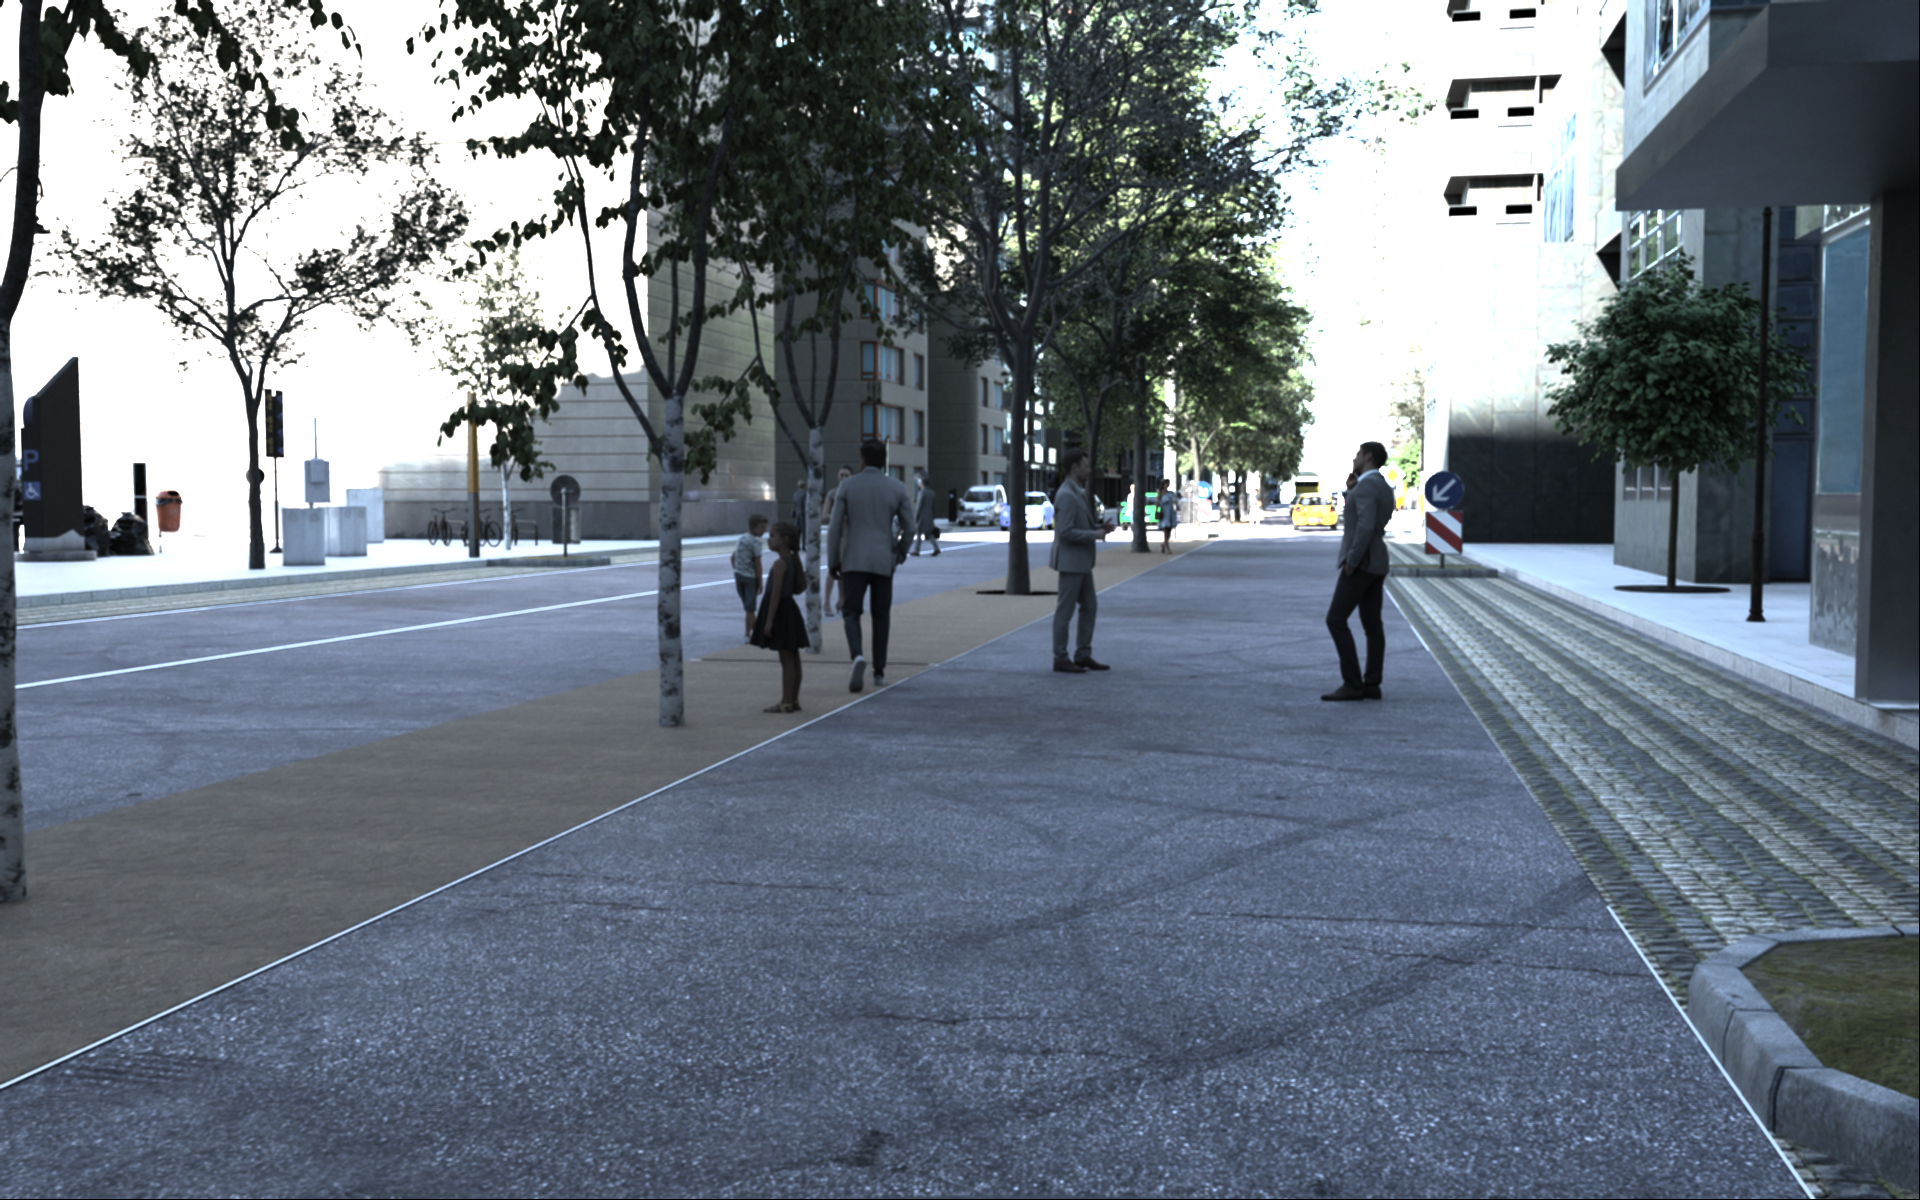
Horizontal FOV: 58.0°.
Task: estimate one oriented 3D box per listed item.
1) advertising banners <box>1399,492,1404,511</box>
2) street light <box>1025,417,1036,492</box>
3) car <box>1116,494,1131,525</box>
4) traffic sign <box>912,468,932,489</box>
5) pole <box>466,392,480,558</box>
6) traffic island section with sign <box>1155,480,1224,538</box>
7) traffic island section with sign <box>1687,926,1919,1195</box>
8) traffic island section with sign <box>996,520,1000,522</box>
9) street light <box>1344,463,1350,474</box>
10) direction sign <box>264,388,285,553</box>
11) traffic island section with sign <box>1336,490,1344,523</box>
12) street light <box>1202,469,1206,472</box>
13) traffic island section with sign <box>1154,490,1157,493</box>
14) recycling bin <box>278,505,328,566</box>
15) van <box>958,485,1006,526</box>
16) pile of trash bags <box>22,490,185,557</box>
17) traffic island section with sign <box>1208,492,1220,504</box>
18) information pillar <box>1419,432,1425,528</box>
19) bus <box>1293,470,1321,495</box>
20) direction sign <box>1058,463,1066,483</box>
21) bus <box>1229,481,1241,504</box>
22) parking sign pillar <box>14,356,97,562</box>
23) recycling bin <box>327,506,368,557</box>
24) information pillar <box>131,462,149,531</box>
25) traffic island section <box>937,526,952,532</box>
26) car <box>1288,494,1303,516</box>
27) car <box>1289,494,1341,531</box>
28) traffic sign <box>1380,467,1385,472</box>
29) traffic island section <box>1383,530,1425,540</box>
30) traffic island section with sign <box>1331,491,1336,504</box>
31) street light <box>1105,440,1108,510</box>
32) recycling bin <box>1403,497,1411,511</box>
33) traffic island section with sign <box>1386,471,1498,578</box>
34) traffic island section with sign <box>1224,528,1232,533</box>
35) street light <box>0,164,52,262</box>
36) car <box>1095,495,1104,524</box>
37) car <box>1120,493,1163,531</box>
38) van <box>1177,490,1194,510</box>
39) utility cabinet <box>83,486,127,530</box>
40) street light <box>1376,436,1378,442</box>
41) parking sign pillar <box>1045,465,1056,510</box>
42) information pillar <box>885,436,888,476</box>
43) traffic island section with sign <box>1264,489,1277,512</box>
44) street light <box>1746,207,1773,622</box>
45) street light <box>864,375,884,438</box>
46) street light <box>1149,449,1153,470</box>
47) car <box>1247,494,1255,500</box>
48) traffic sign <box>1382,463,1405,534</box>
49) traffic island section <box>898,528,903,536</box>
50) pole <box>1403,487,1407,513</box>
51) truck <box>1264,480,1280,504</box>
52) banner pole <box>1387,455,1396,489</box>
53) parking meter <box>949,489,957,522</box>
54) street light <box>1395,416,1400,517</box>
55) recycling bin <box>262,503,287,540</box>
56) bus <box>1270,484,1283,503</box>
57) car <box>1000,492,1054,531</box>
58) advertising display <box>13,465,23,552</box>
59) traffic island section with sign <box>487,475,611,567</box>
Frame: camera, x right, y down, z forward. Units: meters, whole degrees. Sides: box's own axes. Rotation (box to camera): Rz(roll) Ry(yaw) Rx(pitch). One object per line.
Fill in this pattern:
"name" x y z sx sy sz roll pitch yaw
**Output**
"advertising banners" 33.768 -8.364 132.935 0.090 3.025 2.074 0 4 -2
"street light" 4.221 -8.030 104.072 0.468 5.910 1.993 1 4 12
"car" 8.381 -4.195 80.385 2.131 1.459 4.920 1 4 11
"traffic sign" -1.459 -3.856 66.695 0.795 2.450 0.064 1 4 12
"pole" -9.808 -2.510 34.880 0.158 3.312 0.155 0 3 0
"traffic island section with sign" 7.516 -2.988 56.992 2.006 1.907 1.989 1 4 12
"traffic island section with sign" 2.871 0.280 4.053 1.989 1.847 2.006 1 4 12
"traffic island section with sign" 2.906 -4.855 88.000 1.989 1.847 2.006 1 4 12
"street light" 57.064 -17.224 254.400 0.468 5.910 1.993 1 4 12
"direction sign" -14.822 -2.783 37.507 0.379 3.537 0.876 0 4 3
"traffic island section with sign" 19.646 -4.678 85.111 1.989 1.847 2.006 1 4 12
"street light" 36.824 -17.655 261.449 0.468 5.910 1.993 1 4 12
"traffic island section with sign" 18.710 -9.522 164.320 1.989 1.847 2.006 1 4 12
"recycling bin" -11.887 -1.149 31.344 0.722 1.027 0.722 -1 4 -22
"van" 1.018 -4.325 77.724 2.013 2.044 4.112 1 4 11
"pile of trash bags" -17.768 -1.630 36.405 1.912 1.369 3.447 1 4 22
"traffic island section with sign" 35.532 -14.493 245.593 1.989 1.847 2.006 1 4 12
"information pillar" 17.290 -4.484 64.672 0.183 3.616 0.504 1 4 22
"bus" 36.097 -11.531 180.083 2.896 3.916 12.252 1 4 11
"direction sign" 7.674 -8.287 127.489 0.876 3.537 0.379 0 4 -7
"bus" 38.842 -15.176 242.985 2.948 3.499 13.247 1 4 10
"parking sign pillar" -17.422 -2.737 33.227 1.447 3.967 1.447 0 4 6
"recycling bin" -12.754 -1.420 35.764 0.722 1.027 0.722 2 4 27
"information pillar" -18.823 -2.158 39.773 0.304 2.012 0.304 -2 4 -29
"traffic island section" -1.483 -2.721 66.762 2.009 0.180 2.903 1 4 12
"car" 22.909 -6.337 115.402 2.131 1.459 4.920 1 4 11
"car" 14.081 -3.577 68.710 2.015 1.641 3.980 1 4 11
"traffic sign" 15.425 -3.642 63.193 0.795 2.450 0.064 1 4 12
"traffic island section" 13.831 -2.028 55.445 2.009 0.180 2.903 1 4 12
"traffic island section with sign" 25.231 -6.327 112.080 1.989 1.847 2.006 1 4 12
"street light" 12.103 -10.365 142.249 0.468 5.910 1.993 1 4 12
"recycling bin" 34.582 -7.483 134.897 0.722 1.027 0.722 -2 4 -28
"traffic island section with sign" 8.335 -1.335 30.451 1.989 1.847 2.006 1 4 12
"traffic island section with sign" 9.027 -3.432 64.245 2.006 1.907 1.989 1 4 12
"street light" -12.646 -3.056 22.761 0.468 5.910 1.993 1 4 12
"car" 5.723 -4.263 81.494 2.131 1.459 4.920 1 4 10
"car" 7.381 -3.616 67.922 1.959 1.807 4.718 1 4 13
"van" 20.523 -9.277 158.692 2.013 2.044 4.112 1 4 11
"utility cabinet" -22.996 -2.306 46.390 1.173 1.500 0.318 -1 4 -9
"street light" 32.463 -9.920 134.982 0.468 5.910 1.993 1 4 12
"parking sign pillar" 7.124 -9.320 140.849 1.447 3.967 1.447 -2 4 -25
"information pillar" -2.984 -4.820 70.163 0.183 3.616 0.504 0 4 4
"traffic island section with sign" 24.247 -7.932 137.831 2.006 1.907 1.989 1 4 12
"street light" 8.026 -2.722 17.287 0.468 5.910 1.993 1 4 12
"street light" -3.334 -5.782 67.328 0.468 5.910 1.993 1 4 12
"street light" 19.799 -12.633 179.341 0.468 5.910 1.993 1 4 12
"car" 34.788 -11.923 204.723 2.009 1.686 4.222 1 4 10
"traffic sign" 13.806 -3.164 55.373 0.795 2.450 0.064 1 4 12
"traffic island section" -3.102 -2.242 58.942 2.009 0.180 2.903 1 4 12
"pole" 29.504 -7.397 114.777 0.158 3.312 0.155 0 3 0
"truck" 47.312 -16.757 263.727 2.967 4.110 18.799 1 4 11
"banner pole" 27.710 -7.423 111.375 0.401 3.779 0.863 -3 5 -43
"parking meter" -0.341 -4.348 79.497 0.372 1.533 0.369 0 3 0
"street light" 24.803 -7.674 98.260 0.468 5.910 1.993 1 4 12
"recycling bin" -19.420 -2.208 48.656 0.722 1.027 0.722 2 4 35
"bus" 52.162 -17.911 287.703 2.948 3.499 13.247 1 4 12
"car" 2.654 -3.576 68.067 1.945 1.707 3.694 1 4 12
"advertising display" -20.947 -2.015 38.159 0.974 1.923 0.123 -2 4 -29
"traffic island section with sign" -8.119 -1.594 34.683 1.989 1.847 2.006 1 4 12
